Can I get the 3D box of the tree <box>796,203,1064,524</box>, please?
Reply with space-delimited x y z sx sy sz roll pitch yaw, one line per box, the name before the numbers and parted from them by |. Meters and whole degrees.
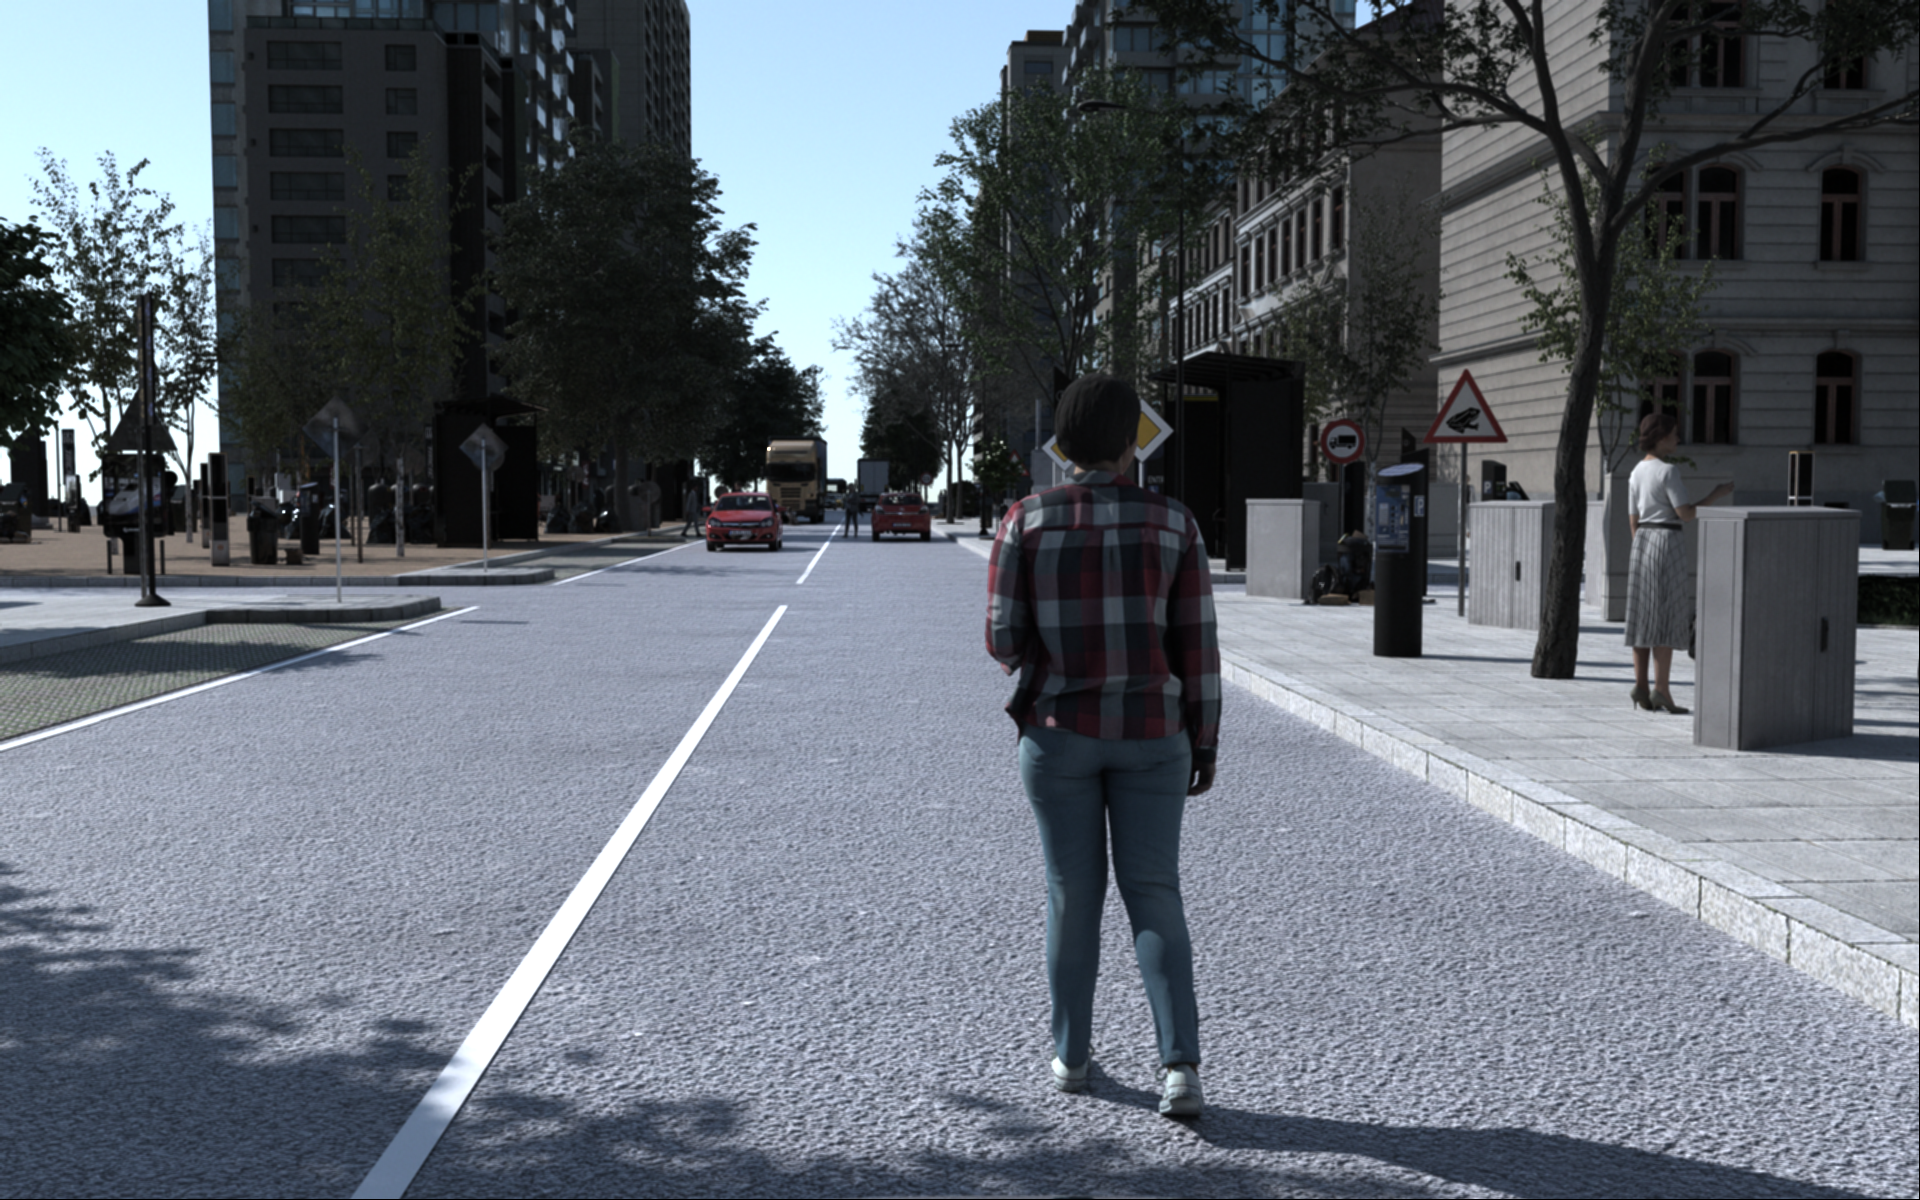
tree | -0.528 -9.995 73.793 12.009 13.543 11.850 0 3 0

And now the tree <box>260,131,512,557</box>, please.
tree | -11.611 -5.213 35.596 4.737 8.622 4.395 0 3 0

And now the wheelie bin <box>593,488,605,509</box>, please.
wheelie bin | -20.155 -5.456 97.117 0.693 1.594 0.980 0 4 2

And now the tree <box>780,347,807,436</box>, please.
tree | -14.948 -12.762 115.314 9.857 13.997 8.962 0 3 0

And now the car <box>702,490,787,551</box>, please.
car | -5.552 -2.188 44.817 2.155 1.783 4.494 0 4 -4

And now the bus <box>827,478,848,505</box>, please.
bus | -14.317 -12.477 198.859 2.948 3.499 13.247 0 4 -4

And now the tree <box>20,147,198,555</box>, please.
tree | -18.100 -5.255 36.289 4.737 8.622 4.395 0 3 0

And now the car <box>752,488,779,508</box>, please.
car | -6.566 -2.709 53.891 1.945 1.707 3.694 0 4 -2

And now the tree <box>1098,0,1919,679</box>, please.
tree | 4.310 -4.715 11.495 8.767 10.594 7.601 -2 4 -31

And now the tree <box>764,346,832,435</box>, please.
tree | -23.544 -22.580 225.069 12.611 20.169 13.585 0 3 0

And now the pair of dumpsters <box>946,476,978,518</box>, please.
pair of dumpsters | 0.118 -5.698 95.659 1.574 2.255 4.437 0 4 -3

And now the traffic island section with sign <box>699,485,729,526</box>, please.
traffic island section with sign | -10.675 -4.238 77.923 1.989 1.847 2.006 0 4 -3

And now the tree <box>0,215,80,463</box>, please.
tree | -10.086 -2.013 16.619 4.285 4.588 4.351 0 3 0

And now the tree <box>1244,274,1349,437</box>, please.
tree | 11.266 -6.620 58.599 4.737 8.622 4.395 0 3 0

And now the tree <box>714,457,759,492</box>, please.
tree | -16.952 -9.041 131.536 4.285 4.588 4.351 0 3 0

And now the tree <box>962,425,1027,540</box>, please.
tree | 1.165 -3.304 48.620 1.663 3.219 1.824 0 3 0

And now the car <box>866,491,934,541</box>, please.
car | -1.861 -2.754 54.068 2.155 1.783 4.494 0 4 -3

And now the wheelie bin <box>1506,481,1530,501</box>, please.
wheelie bin | 13.895 -2.176 43.493 0.693 1.594 0.980 0 4 1

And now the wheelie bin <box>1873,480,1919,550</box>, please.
wheelie bin | 21.485 -1.946 39.732 0.980 1.594 0.693 1 4 18

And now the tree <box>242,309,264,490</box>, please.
tree | -26.887 -7.144 67.173 4.737 8.622 4.395 0 3 0

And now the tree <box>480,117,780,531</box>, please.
tree | -11.635 -9.368 59.827 9.857 13.997 8.962 0 3 0

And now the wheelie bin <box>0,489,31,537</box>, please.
wheelie bin | -27.038 -2.551 49.610 0.980 1.594 0.693 1 4 12

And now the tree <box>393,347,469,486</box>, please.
tree | -26.394 -8.382 87.401 4.360 8.622 3.978 0 3 0

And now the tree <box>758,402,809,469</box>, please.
tree | -20.845 -17.270 200.483 7.486 12.596 7.792 0 3 0

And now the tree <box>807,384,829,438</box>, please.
tree | -18.009 -16.251 172.352 9.857 13.997 8.962 0 3 0

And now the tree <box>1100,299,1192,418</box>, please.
tree | 6.877 -7.024 65.203 4.360 8.622 3.978 0 3 0

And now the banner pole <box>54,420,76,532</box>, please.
banner pole | -30.239 -4.189 58.505 0.863 3.779 0.401 0 4 7

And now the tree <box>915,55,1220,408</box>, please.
tree | 2.500 -7.078 41.486 9.928 11.665 9.643 0 3 0

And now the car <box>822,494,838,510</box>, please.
car | -11.928 -8.895 155.220 2.009 1.686 4.222 0 4 -4

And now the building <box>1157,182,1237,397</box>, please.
building | 17.675 -14.130 95.657 10.561 19.102 19.286 0 4 -3

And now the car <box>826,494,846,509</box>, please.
car | -11.884 -9.505 165.630 2.015 1.641 3.980 0 4 -2

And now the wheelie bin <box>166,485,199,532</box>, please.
wheelie bin | -25.943 -3.064 58.010 0.980 1.594 0.693 2 4 31

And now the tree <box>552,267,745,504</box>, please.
tree | -12.562 -8.294 70.016 8.767 10.594 7.601 0 4 3

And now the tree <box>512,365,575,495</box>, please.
tree | -23.240 -8.995 97.435 4.737 8.622 4.395 0 3 0

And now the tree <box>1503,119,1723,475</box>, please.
tree | 12.804 -5.116 34.009 4.737 8.622 4.395 0 3 0

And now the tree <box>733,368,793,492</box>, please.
tree | -16.620 -13.192 141.445 9.928 11.665 9.643 0 3 0

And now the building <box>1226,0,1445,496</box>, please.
building | 19.122 -14.627 75.306 11.583 22.565 21.152 0 4 -3

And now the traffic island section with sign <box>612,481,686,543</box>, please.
traffic island section with sign | -9.135 -2.592 51.012 1.989 1.847 2.006 0 4 -3

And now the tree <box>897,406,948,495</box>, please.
tree | -3.155 -12.019 146.877 4.360 8.622 3.978 0 3 0

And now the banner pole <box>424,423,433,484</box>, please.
banner pole | -16.496 -3.931 54.294 0.401 3.779 0.863 1 4 21

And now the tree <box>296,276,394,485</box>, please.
tree | -21.641 -6.532 57.165 4.360 8.622 3.978 0 3 0

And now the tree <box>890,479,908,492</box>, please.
tree | -8.361 -15.353 234.729 4.285 4.588 4.351 0 3 0

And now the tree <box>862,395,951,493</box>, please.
tree | -5.074 -15.689 173.519 9.611 12.733 9.660 0 3 0

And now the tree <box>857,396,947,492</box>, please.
tree | -5.963 -17.301 189.521 9.857 13.997 8.962 0 3 0

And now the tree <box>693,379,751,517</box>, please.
tree | -13.891 -8.871 95.400 4.360 8.622 3.978 0 3 0

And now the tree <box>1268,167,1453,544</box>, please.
tree | 9.350 -5.462 39.659 4.360 8.622 3.978 0 3 0

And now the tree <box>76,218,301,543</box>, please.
tree | -20.611 -5.823 45.565 4.360 8.622 3.978 0 3 0
